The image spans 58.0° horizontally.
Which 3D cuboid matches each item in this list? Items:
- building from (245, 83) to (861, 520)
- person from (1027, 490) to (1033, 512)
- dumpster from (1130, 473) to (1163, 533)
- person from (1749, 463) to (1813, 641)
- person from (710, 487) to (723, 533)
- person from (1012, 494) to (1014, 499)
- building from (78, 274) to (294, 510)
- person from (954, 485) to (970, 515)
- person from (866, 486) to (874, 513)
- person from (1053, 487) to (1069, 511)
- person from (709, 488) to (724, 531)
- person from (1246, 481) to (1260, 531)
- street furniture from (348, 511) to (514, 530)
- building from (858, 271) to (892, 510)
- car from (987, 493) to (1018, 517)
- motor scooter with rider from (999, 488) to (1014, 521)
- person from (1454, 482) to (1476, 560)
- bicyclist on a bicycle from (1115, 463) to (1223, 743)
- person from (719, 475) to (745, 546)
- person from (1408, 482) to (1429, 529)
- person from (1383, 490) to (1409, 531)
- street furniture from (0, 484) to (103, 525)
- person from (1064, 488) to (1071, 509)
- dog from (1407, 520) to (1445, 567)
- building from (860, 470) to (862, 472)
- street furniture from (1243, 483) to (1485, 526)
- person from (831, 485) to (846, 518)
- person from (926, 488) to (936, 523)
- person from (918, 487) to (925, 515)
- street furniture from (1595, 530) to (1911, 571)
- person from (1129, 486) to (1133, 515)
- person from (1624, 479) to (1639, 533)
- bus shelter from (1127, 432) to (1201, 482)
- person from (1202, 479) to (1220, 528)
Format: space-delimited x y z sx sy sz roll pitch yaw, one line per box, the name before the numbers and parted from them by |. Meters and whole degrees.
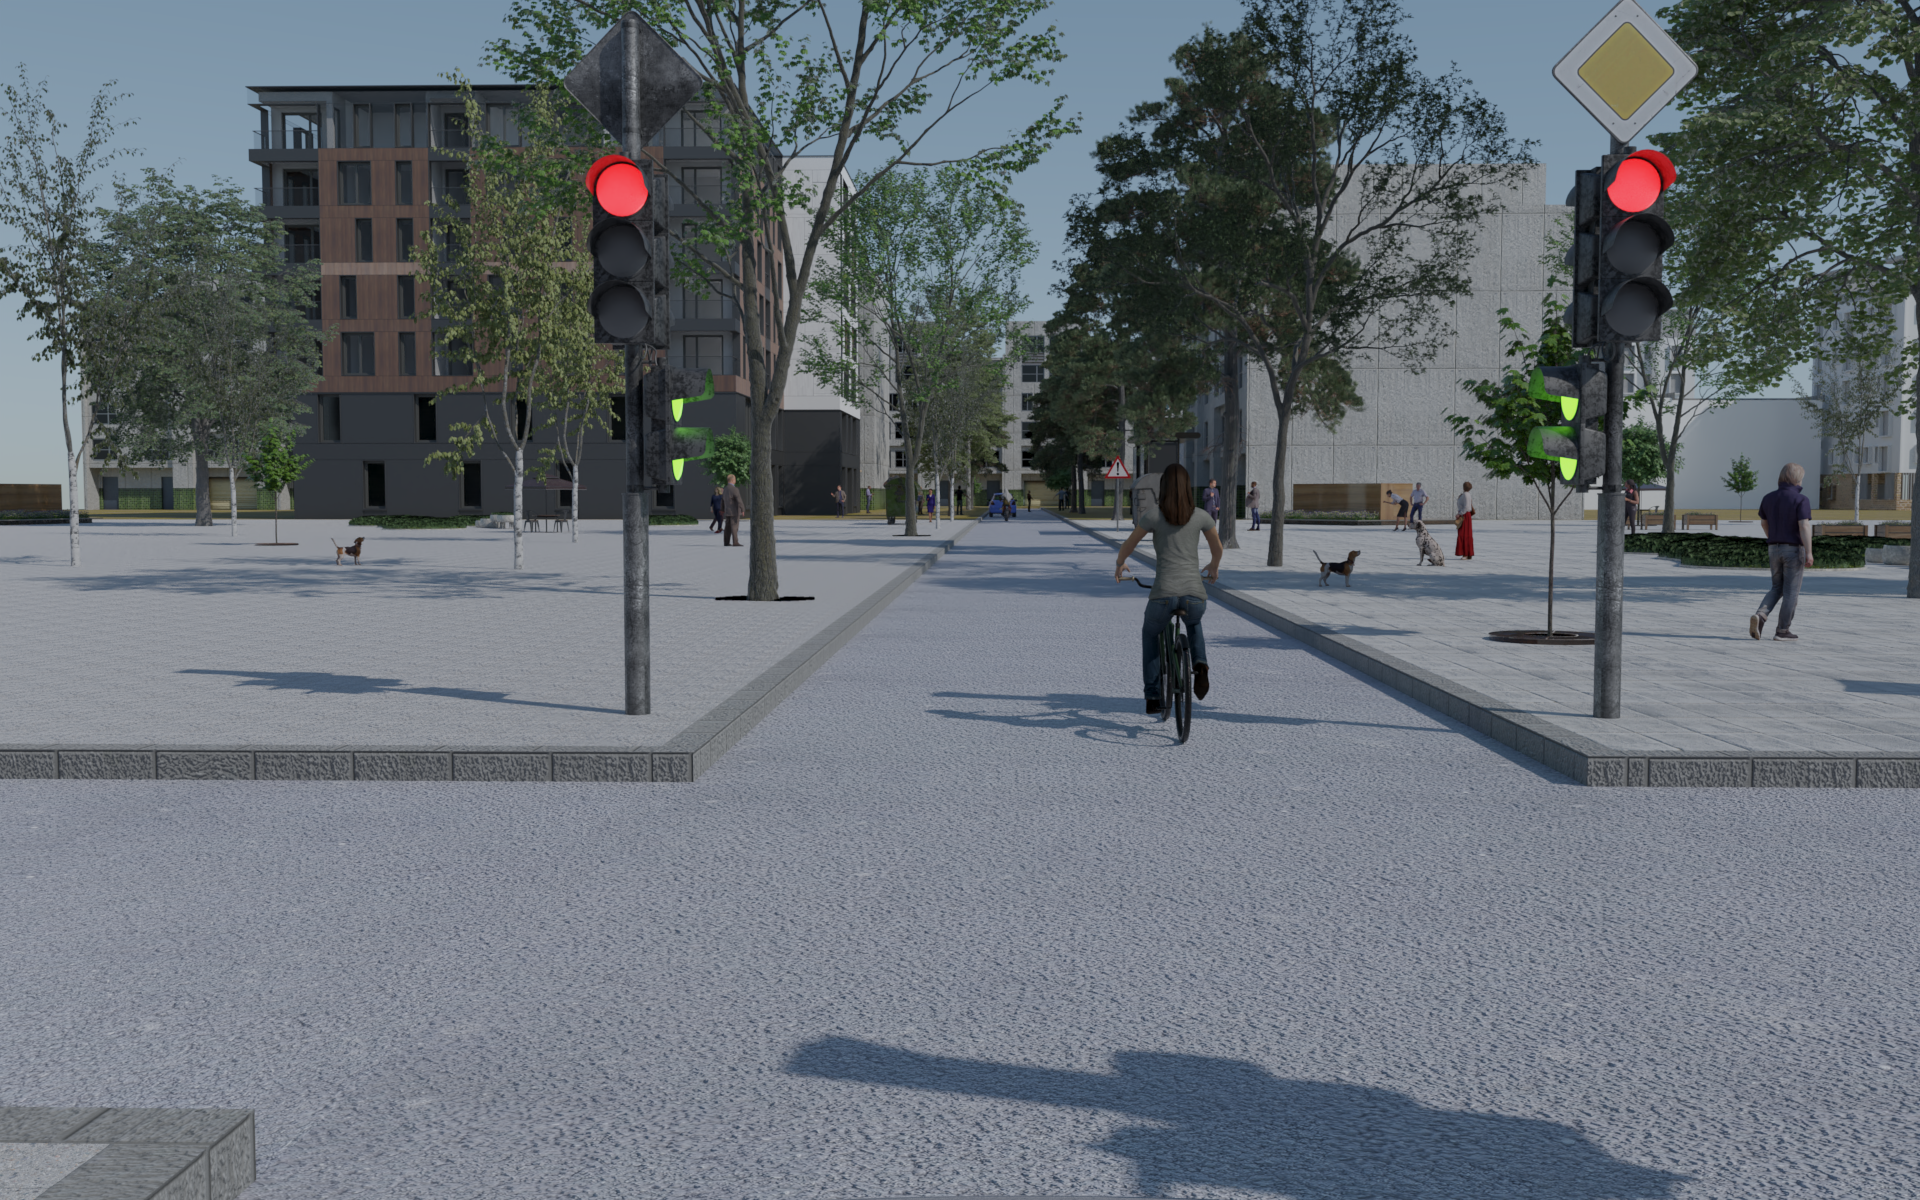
building | -21.249 -15.842 102.997 27.936 21.610 32.646 0 4 2
person | 5.597 -7.879 137.838 0.721 1.766 1.217 -1 4 -17
dumpster | 5.352 -2.557 47.558 1.264 1.857 1.865 0 4 2
person | 7.156 -0.424 15.177 0.471 1.553 0.569 1 4 10
person | -7.947 -2.954 56.888 0.480 1.512 0.613 0 4 -6
person | 4.689 -9.154 161.355 0.628 1.438 0.799 1 4 10
building | -54.583 -17.151 146.880 31.486 18.905 16.747 0 4 2
person | -0.014 -6.050 104.972 1.348 1.822 0.705 2 4 25
person | -5.912 -6.628 114.275 0.599 1.838 0.709 0 4 0
person | 7.821 -7.799 133.543 1.348 1.826 0.705 -1 4 -22
person | -8.376 -3.165 60.478 0.600 1.496 0.574 3 5 43
person | 10.188 -3.266 60.261 0.431 1.722 0.655 2 4 33
street furniture | -20.148 -3.115 66.550 5.734 0.657 10.072 -2 4 -24
building | -22.258 -17.075 145.629 31.486 18.905 16.747 0 4 2
car | 2.665 -6.056 108.600 1.945 1.707 3.694 0 3 0
motor scooter with rider | 2.504 -5.084 92.082 0.876 1.779 1.986 0 4 0
person | 9.853 -1.547 33.797 0.387 1.526 0.523 2 4 23
bicyclist on a bicycle | 1.284 -0.025 10.438 1.499 1.676 1.625 0 4 1
person | -5.567 -2.193 42.457 0.434 1.755 0.990 -3 5 -40
person | 16.545 -3.406 62.661 0.436 1.711 0.756 -3 4 -38
person | 15.097 -3.100 59.910 0.799 1.438 0.628 0 4 -5
street furniture | -41.655 -4.063 73.292 11.010 1.723 9.812 0 4 5
person | 9.198 -8.733 148.855 1.348 1.821 0.705 -1 4 -18
dog | 8.395 -1.002 30.761 0.513 0.831 0.800 -2 4 -24
building | -15.356 -16.458 125.510 16.016 20.091 11.380 0 4 2
street furniture | 16.080 -4.157 74.816 11.010 1.723 9.812 -2 4 -33
person | -6.550 -5.304 93.296 0.617 1.759 0.750 2 4 24
person | -1.308 -4.252 77.939 0.453 1.535 0.546 -1 4 -19
person | -2.449 -6.216 108.223 0.434 1.755 0.990 -2 4 -26
street furniture | 15.823 -1.093 33.501 5.734 0.657 10.072 1 4 13
person | 10.698 -6.141 106.962 0.721 1.766 1.217 -1 4 -13
person | 16.410 -2.151 42.685 0.593 1.643 0.415 2 4 26
bus shelter | 7.248 -5.214 62.884 2.179 5.291 8.768 0 4 2
person | 7.008 -2.530 48.322 0.541 1.710 0.530 -1 4 -12
